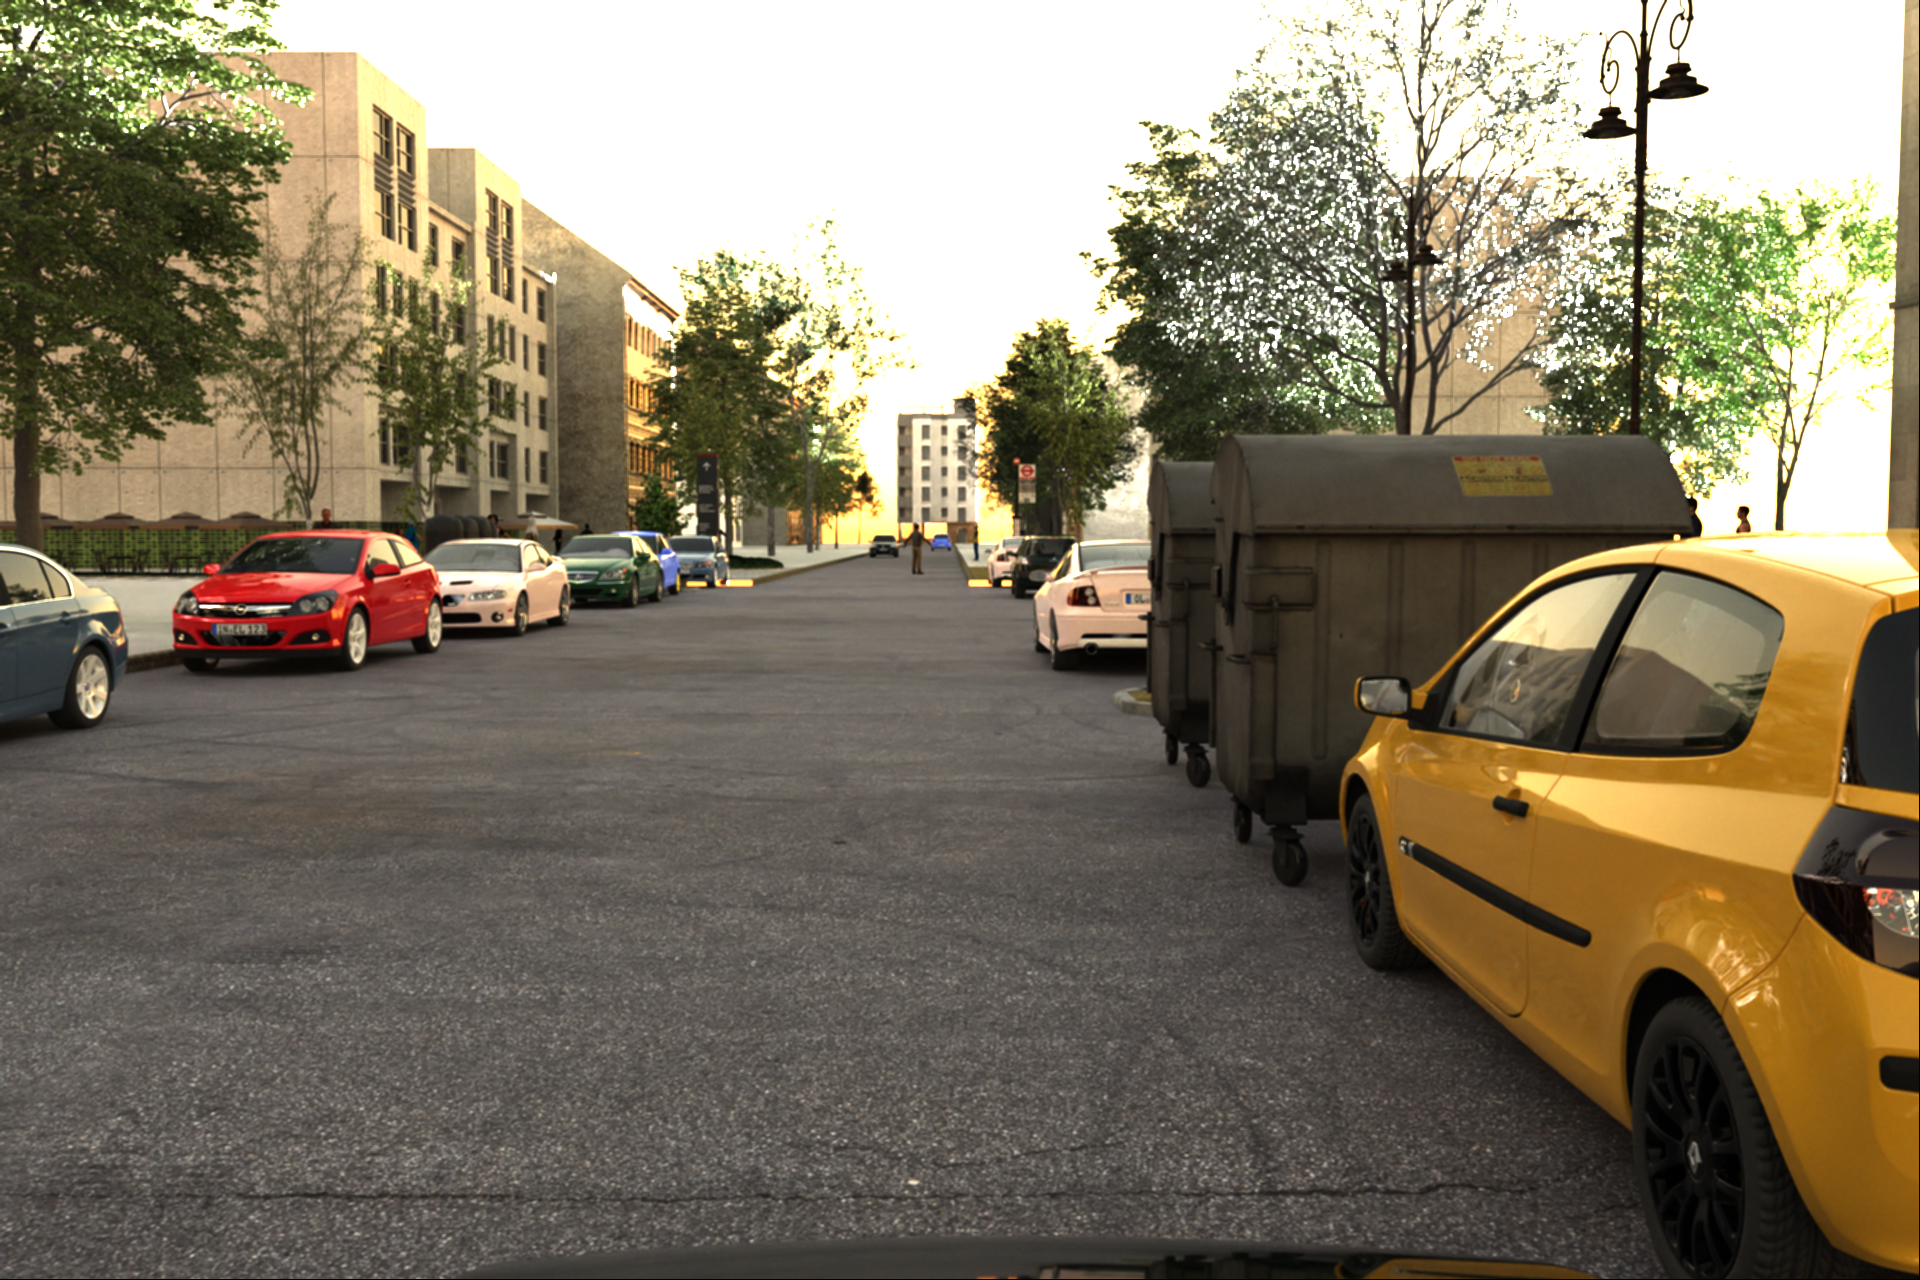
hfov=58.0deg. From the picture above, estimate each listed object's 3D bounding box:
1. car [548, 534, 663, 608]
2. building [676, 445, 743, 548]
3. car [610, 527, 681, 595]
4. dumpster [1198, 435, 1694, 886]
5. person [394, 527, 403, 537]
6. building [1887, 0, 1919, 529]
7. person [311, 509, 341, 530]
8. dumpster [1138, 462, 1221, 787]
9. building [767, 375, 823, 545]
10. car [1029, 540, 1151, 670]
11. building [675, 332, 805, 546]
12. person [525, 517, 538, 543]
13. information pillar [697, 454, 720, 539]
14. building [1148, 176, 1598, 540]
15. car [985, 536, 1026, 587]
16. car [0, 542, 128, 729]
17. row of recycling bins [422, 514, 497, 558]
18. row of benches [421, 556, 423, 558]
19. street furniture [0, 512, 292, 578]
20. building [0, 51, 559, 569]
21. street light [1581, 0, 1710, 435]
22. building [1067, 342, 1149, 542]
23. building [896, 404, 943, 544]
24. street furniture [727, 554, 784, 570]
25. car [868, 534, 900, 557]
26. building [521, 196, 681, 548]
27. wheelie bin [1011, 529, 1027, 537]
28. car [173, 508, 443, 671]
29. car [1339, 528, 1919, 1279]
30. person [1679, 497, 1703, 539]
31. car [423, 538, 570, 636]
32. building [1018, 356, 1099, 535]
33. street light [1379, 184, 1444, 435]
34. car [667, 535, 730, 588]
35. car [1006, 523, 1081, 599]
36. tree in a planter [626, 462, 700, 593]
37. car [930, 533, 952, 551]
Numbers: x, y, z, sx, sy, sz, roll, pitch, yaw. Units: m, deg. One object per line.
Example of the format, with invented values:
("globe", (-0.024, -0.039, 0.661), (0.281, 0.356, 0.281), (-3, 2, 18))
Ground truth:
("car", (-7.224, -1.430, 35.180), (2.131, 1.459, 4.920), (0, 3, 0))
("building", (-25.788, -13.918, 169.707), (9.099, 9.664, 28.070), (0, 4, -1))
("car", (-7.488, -1.841, 39.687), (1.945, 1.707, 3.694), (0, 4, 0))
("dumpster", (2.032, 0.042, 7.529), (1.865, 1.857, 1.264), (0, 4, -1))
("person", (-12.131, -1.740, 37.660), (0.599, 1.438, 0.989), (1, 4, 13))
("building", (27.432, -12.943, 13.783), (24.374, 26.755, 37.873), (0, 4, -1))
("person", (-13.192, -1.830, 36.098), (1.348, 1.807, 0.705), (-1, 4, -19))
("dumpster", (2.039, -0.126, 10.277), (1.865, 1.857, 1.264), (0, 4, -1))
("building", (-27.328, -23.722, 218.775), (19.493, 23.208, 18.063), (0, 4, -1))
("car", (1.859, -0.443, 19.610), (2.083, 1.381, 4.827), (0, 4, -1))
("building", (-27.852, -22.302, 195.563), (19.493, 23.208, 18.063), (0, 4, 0))
("person", (-11.191, -2.333, 44.914), (0.721, 1.736, 1.217), (0, 4, -2))
("information pillar", (-8.161, -4.088, 56.221), (0.750, 3.857, 0.750), (0, 4, -1))
("building", (20.412, -13.934, 94.278), (16.747, 18.905, 31.486), (0, 3, 0))
("car", (1.747, -2.183, 48.060), (2.083, 1.381, 4.827), (0, 4, -1))
("car", (-7.247, 0.030, 11.507), (2.014, 1.417, 4.499), (0, 4, -1))
("row of recycling bins", (-10.864, -1.883, 37.892), (1.069, 1.692, 3.534), (0, 4, 0))
("row of benches", (-16.295, -2.248, 52.210), (4.104, 0.672, 1.422), (-1, 4, -16))
("street furniture", (-35.121, -2.935, 53.013), (27.439, 1.986, 14.083), (1, 4, 22))
("building", (-30.481, -13.031, 79.516), (16.747, 18.905, 31.486), (0, 4, 0))
("street light", (5.735, -2.562, 14.677), (0.468, 5.910, 1.993), (0, 4, -1))
("building", (20.610, -20.809, 171.147), (19.493, 23.208, 18.063), (0, 4, 0))
("building", (-8.674, -23.568, 244.217), (11.380, 20.090, 16.016), (0, 4, 1))
("street furniture", (-9.991, -3.096, 66.246), (5.734, 0.657, 10.072), (-1, 4, -11))
("car", (-4.696, -5.984, 107.630), (2.009, 1.686, 4.222), (0, 4, 0))
("building", (-28.825, -17.074, 110.095), (19.493, 23.208, 18.063), (0, 4, 0))
("wheelie bin", (2.275, -3.630, 67.266), (0.693, 1.594, 0.980), (0, 4, 0))
("car", (-7.210, -0.637, 19.456), (2.155, 1.783, 4.494), (0, 4, 0))
("car", (2.172, 0.347, 4.556), (2.015, 1.641, 3.980), (0, 3, 0))
("person", (10.602, -1.174, 25.239), (0.704, 1.823, 1.345), (1, 4, 13))
("car", (-7.071, -0.818, 25.741), (2.083, 1.381, 4.827), (0, 4, -1))
("building", (20.929, -22.666, 214.567), (27.936, 21.610, 32.646), (0, 4, 0))
("street light", (6.051, -3.094, 23.379), (0.468, 5.910, 1.993), (0, 4, -1))
("car", (-7.369, -2.172, 47.511), (2.014, 1.417, 4.499), (0, 4, -1))
("car", (2.068, -1.840, 39.867), (2.009, 1.686, 4.222), (0, 3, 0))
("tree in a planter", (-7.525, -2.797, 42.947), (1.991, 3.239, 1.994), (0, 4, 0))
("car", (-1.634, -8.501, 148.582), (1.945, 1.707, 3.694), (0, 4, -2))
